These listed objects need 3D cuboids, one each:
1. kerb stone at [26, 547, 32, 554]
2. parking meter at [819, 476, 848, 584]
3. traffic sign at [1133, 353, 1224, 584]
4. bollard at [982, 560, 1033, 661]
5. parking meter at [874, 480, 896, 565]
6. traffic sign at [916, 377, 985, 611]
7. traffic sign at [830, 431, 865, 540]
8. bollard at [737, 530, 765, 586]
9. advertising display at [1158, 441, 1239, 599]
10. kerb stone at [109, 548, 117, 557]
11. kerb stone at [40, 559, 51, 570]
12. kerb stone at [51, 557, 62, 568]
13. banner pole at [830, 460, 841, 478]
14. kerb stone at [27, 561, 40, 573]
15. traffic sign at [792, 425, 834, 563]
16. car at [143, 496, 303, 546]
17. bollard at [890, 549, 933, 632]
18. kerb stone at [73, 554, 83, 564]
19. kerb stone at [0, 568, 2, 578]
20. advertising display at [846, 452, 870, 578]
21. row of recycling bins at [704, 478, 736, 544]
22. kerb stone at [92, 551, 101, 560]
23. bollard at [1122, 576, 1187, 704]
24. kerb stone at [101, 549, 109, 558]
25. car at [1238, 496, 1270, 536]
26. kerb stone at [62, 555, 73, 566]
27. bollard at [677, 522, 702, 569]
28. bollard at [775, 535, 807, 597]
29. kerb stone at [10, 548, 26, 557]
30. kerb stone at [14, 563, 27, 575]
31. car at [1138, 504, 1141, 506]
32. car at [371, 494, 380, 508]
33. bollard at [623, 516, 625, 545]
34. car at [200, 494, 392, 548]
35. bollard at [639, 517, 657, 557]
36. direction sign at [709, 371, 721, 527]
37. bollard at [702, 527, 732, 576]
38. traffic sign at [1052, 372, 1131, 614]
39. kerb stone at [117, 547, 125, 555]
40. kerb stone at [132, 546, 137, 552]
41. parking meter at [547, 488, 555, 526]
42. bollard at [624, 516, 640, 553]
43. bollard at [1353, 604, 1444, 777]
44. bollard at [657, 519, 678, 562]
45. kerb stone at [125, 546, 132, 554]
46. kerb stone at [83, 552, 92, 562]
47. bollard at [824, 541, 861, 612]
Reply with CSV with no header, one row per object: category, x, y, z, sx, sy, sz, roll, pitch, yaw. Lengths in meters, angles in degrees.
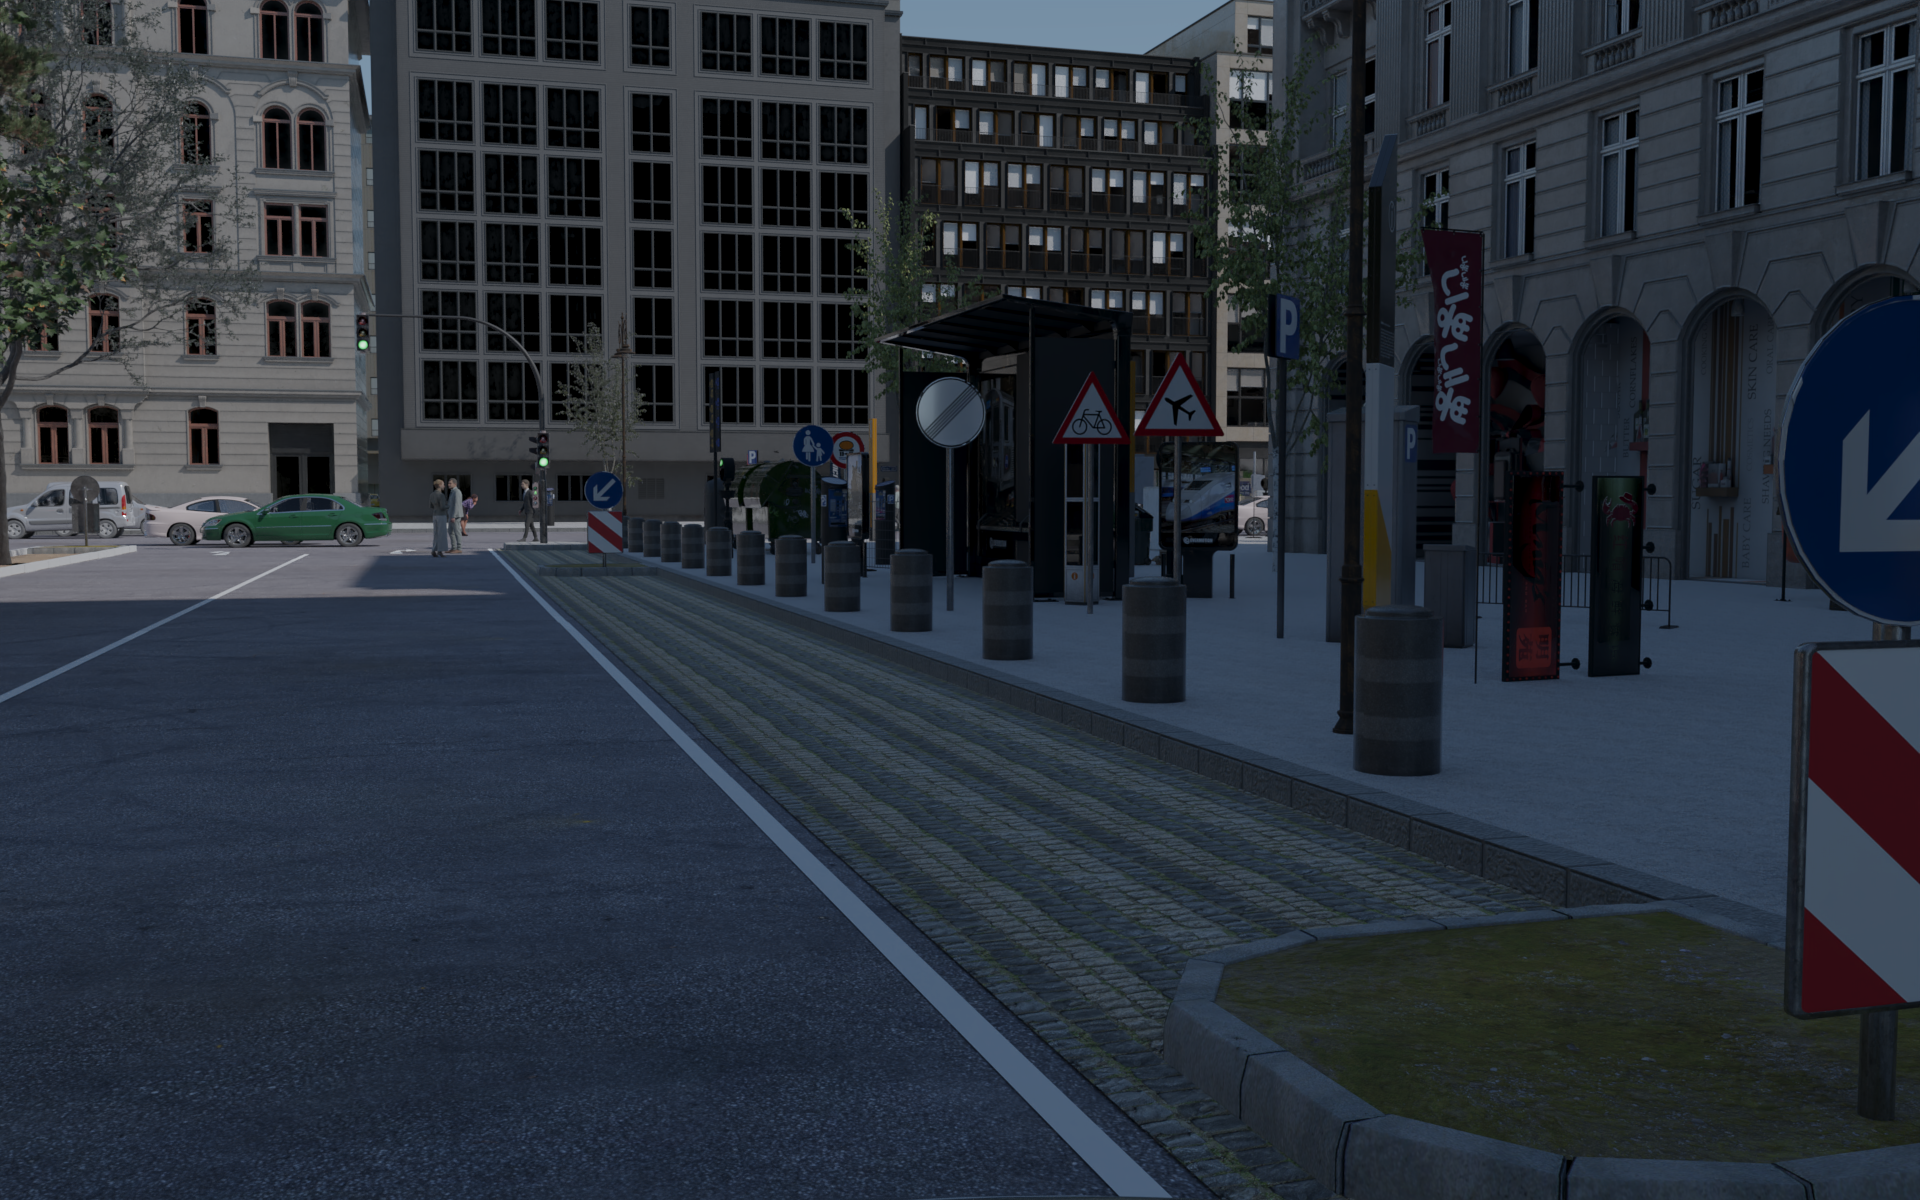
kerb stone,-22.169,-1.150,41.103,0.120,0.150,1.000,-1,4,-17
parking meter,-1.791,-0.996,24.700,0.372,1.533,0.369,0,3,0
traffic sign,2.012,-0.980,16.020,0.884,2.594,0.081,-1,4,-14
bollard,0.373,0.074,13.510,0.404,0.777,0.398,0,3,0
parking meter,-1.357,-1.411,31.475,0.372,1.533,0.369,0,3,0
traffic sign,-0.108,-1.154,18.973,0.768,2.556,0.104,-1,4,-10
traffic sign,-2.310,-2.143,35.141,0.768,2.556,0.104,-1,4,-13
bollard,-2.951,-0.596,24.457,0.404,0.777,0.398,0,3,0
advertising display,2.938,-0.987,21.344,0.974,1.923,0.123,1,4,16
kerb stone,-19.556,-1.071,39.747,0.120,0.150,1.000,-1,4,-17
kerb stone,-17.469,-0.653,32.864,0.120,0.150,1.000,-1,4,-17
kerb stone,-17.764,-0.710,33.845,0.120,0.150,1.000,-1,4,-17
banner pole,-5.108,-5.086,73.177,0.863,3.779,0.401,0,4,5
kerb stone,-17.165,-0.592,31.884,0.120,0.150,1.000,-1,4,-17
traffic sign,-2.715,-1.951,32.000,0.768,2.556,0.104,-1,4,-13
car,-20.452,-2.241,48.998,4.827,1.381,2.083,-1,4,-16
bollard,-0.456,-0.094,16.247,0.404,0.777,0.398,0,3,0
kerb stone,-18.361,-0.833,35.812,0.120,0.150,1.000,-1,4,-17
kerb stone,-16.572,-0.472,29.919,0.120,0.150,1.000,-1,4,-17
advertising display,-1.592,-1.331,26.968,0.123,1.923,0.974,-1,4,-18
row of recycling bins,-5.958,-2.346,45.476,1.069,1.692,3.534,0,4,8
kerb stone,-18.959,-0.953,37.774,0.120,0.150,1.000,-1,4,-17
bollard,1.207,0.241,10.774,0.404,0.777,0.398,0,3,0
kerb stone,-19.255,-1.007,38.762,0.120,0.150,1.000,-1,4,-17
car,11.169,-2.951,60.613,4.827,1.381,2.083,-1,4,-15
kerb stone,-18.062,-0.773,34.826,0.120,0.150,1.000,-1,4,-17
bollard,-4.615,-0.931,29.938,0.404,0.777,0.398,0,3,0
bollard,-2.118,-0.428,21.721,0.404,0.777,0.398,0,3,0
kerb stone,-21.866,-1.093,40.121,0.120,0.150,1.000,-1,4,-17
kerb stone,-16.874,-0.530,30.901,0.120,0.150,1.000,-1,4,-17
car,5.555,-2.838,58.204,4.920,1.459,2.131,-1,4,-18
car,-56.830,-9.612,167.387,2.015,1.641,3.980,-1,4,-17
bollard,-7.941,-1.601,40.898,0.404,0.777,0.398,0,3,0
car,-18.058,-2.165,47.202,4.920,1.459,2.131,-1,4,-16
bollard,-6.276,-1.266,35.411,0.404,0.777,0.398,0,3,0
direction sign,-4.568,-2.468,32.357,0.379,3.537,0.876,-1,4,-20
bollard,-3.785,-0.763,27.193,0.404,0.777,0.398,0,3,0
traffic sign,1.393,-1.130,18.477,0.884,2.594,0.081,-1,4,-16
kerb stone,-19.854,-1.132,40.729,0.120,0.150,1.000,-1,4,-17
kerb stone,-20.456,-1.254,42.713,0.120,0.150,1.000,-1,4,-17
parking meter,-16.485,-3.741,69.569,0.372,1.533,0.369,0,3,0
bollard,-7.111,-1.434,38.159,0.404,0.777,0.398,0,3,0
bollard,2.033,0.409,8.036,0.404,0.777,0.398,0,3,0
bollard,-5.444,-1.098,32.675,0.404,0.777,0.398,0,3,0
kerb stone,-20.160,-1.194,41.721,0.120,0.150,1.000,-1,4,-17
kerb stone,-18.663,-0.893,36.793,0.120,0.150,1.000,-1,4,-17
bollard,-1.290,-0.261,18.983,0.404,0.777,0.398,0,3,0
